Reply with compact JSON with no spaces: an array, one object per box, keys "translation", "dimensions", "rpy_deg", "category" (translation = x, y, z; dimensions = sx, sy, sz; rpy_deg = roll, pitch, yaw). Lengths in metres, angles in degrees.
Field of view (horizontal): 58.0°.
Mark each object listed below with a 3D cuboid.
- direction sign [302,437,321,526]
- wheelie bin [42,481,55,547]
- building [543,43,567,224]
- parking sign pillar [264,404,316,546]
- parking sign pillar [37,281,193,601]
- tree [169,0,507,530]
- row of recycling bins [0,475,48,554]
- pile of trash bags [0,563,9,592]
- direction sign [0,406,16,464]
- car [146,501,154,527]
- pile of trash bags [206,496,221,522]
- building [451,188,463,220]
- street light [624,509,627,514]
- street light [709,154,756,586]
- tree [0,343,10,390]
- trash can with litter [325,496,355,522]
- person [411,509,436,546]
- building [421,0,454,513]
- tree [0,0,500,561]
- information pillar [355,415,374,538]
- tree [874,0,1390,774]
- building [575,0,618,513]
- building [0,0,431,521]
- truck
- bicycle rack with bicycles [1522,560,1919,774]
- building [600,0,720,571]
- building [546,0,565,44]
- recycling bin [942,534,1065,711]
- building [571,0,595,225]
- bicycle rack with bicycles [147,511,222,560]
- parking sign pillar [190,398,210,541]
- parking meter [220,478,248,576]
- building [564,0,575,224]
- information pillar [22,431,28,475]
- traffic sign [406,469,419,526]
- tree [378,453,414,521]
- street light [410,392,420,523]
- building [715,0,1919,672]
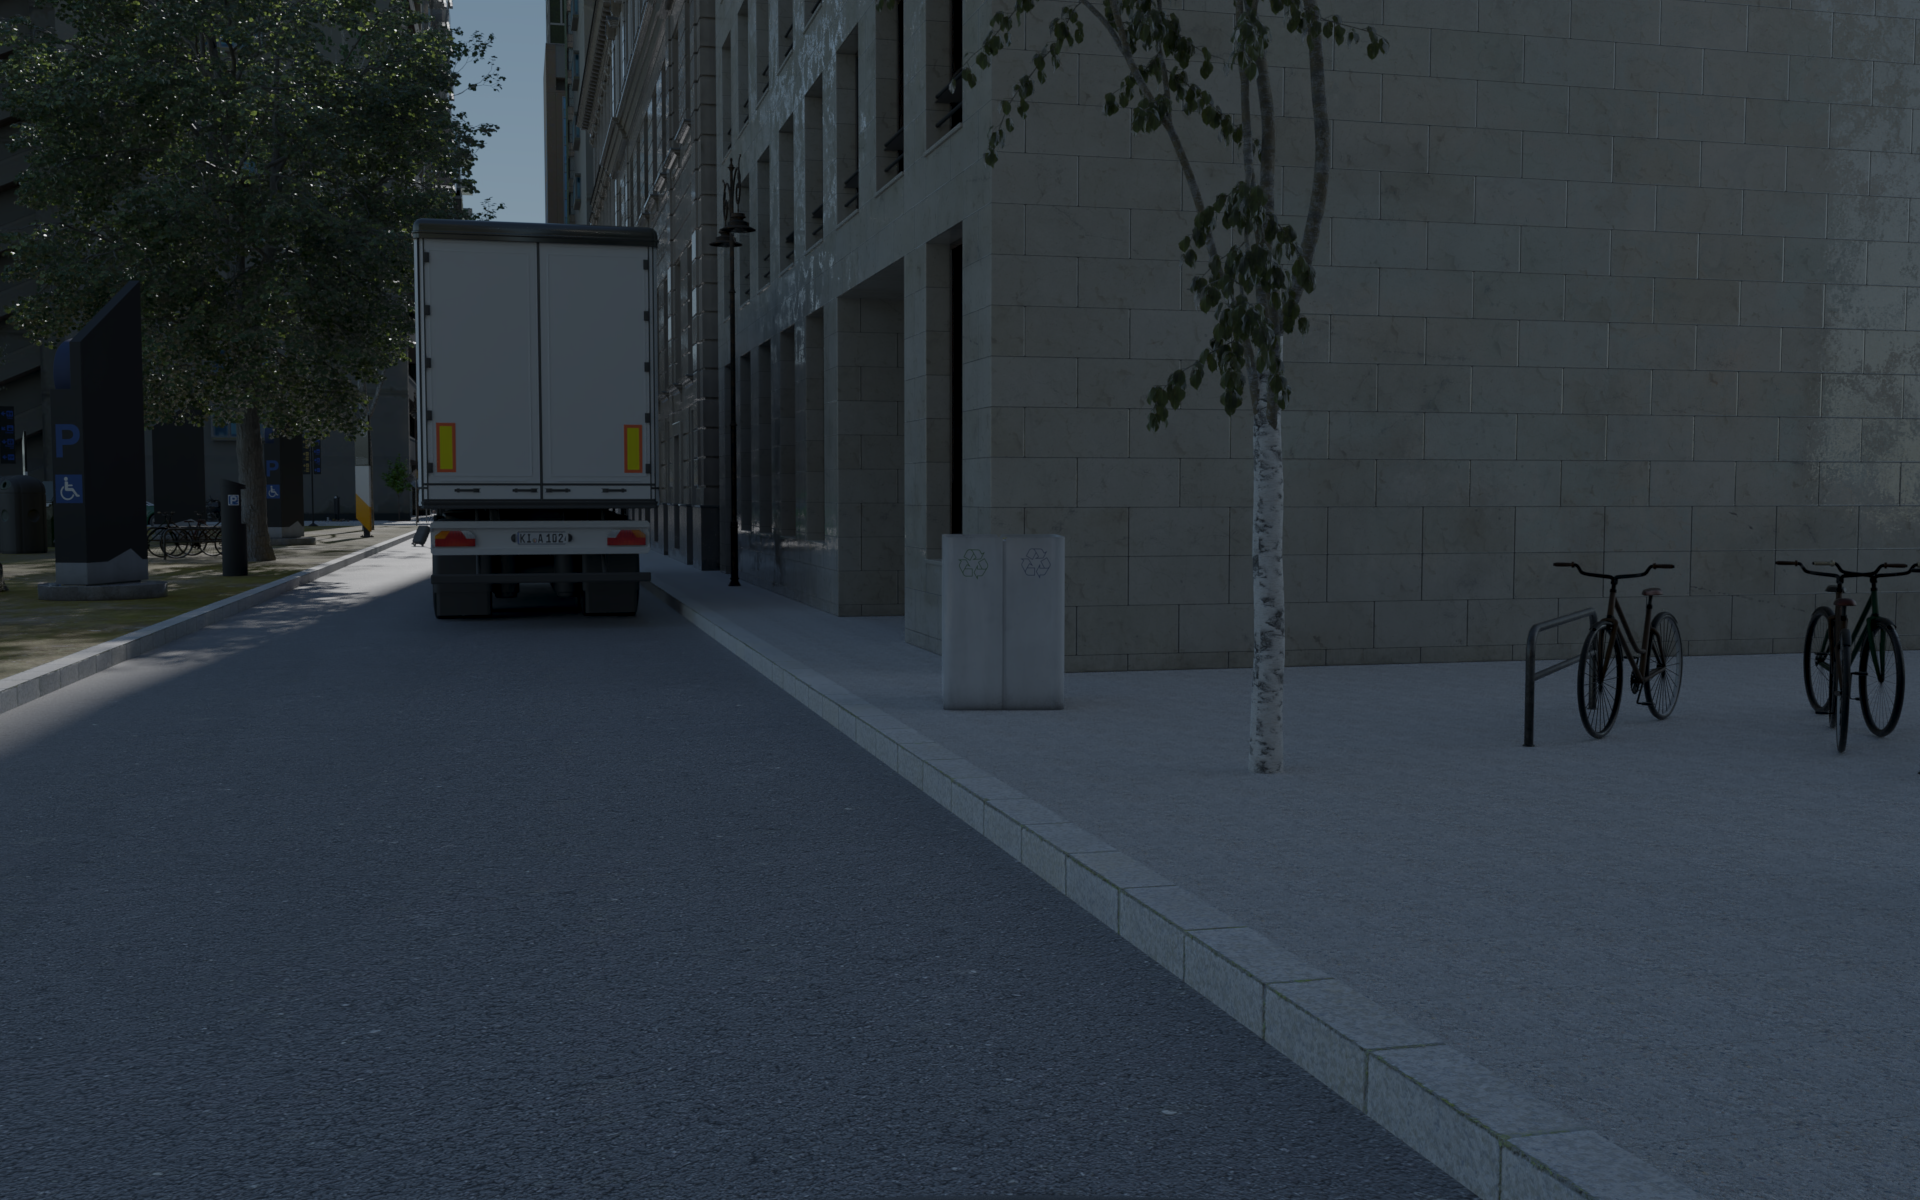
[{"translation":[-25.690,-4.690,68.685],"dimensions":[0.876,3.537,0.379],"rpy_deg":[1,4,21],"category":"direction sign"},{"translation":[-22.013,-2.086,42.022],"dimensions":[0.980,1.594,0.693],"rpy_deg":[1,4,19],"category":"wheelie bin"},{"translation":[-33.739,-31.881,171.371],"dimensions":[14.600,45.320,14.200],"rpy_deg":[-1,4,-14],"category":"building"},{"translation":[-17.015,-3.370,43.580],"dimensions":[1.447,3.967,1.447],"rpy_deg":[0,4,3],"category":"parking sign pillar"},{"translation":[-10.607,-2.010,21.338],"dimensions":[1.447,3.967,1.447],"rpy_deg":[0,4,6],"category":"parking sign pillar"},{"translation":[-21.798,-12.469,59.750],"dimensions":[12.611,20.169,13.585],"rpy_deg":[0,3,0],"category":"tree"},{"translation":[-21.040,-1.918,38.479],"dimensions":[1.069,1.692,3.534],"rpy_deg":[-3,4,-38],"category":"row of recycling bins"},{"translation":[-13.026,-0.701,21.219],"dimensions":[1.912,1.369,3.447],"rpy_deg":[-1,4,-15],"category":"pile of trash bags"},{"translation":[-24.755,-3.212,44.515],"dimensions":[0.876,3.537,0.379],"rpy_deg":[-2,4,-34],"category":"direction sign"},{"translation":[-33.689,-3.548,69.807],"dimensions":[4.920,1.459,2.131],"rpy_deg":[-1,4,-14],"category":"car"},{"translation":[-34.530,-4.316,80.315],"dimensions":[3.447,1.369,1.912],"rpy_deg":[0,4,8],"category":"pile of trash bags"},{"translation":[-51.823,-23.462,155.313],"dimensions":[14.160,30.474,14.107],"rpy_deg":[-1,4,-14],"category":"building"},{"translation":[-9.237,-4.573,47.550],"dimensions":[0.468,5.910,1.993],"rpy_deg":[-1,4,-14],"category":"street light"},{"translation":[-3.143,-3.131,23.978],"dimensions":[0.468,5.910,1.993],"rpy_deg":[-1,4,-14],"category":"street light"},{"translation":[-30.155,-6.128,50.548],"dimensions":[4.360,8.622,3.978],"rpy_deg":[0,3,0],"category":"tree"},{"translation":[-29.063,-4.260,80.708],"dimensions":[1.678,1.210,2.233],"rpy_deg":[-2,4,-32],"category":"trash can with litter"},{"translation":[-14.637,-2.416,48.227],"dimensions":[0.699,1.804,1.509],"rpy_deg":[2,4,35],"category":"person"},{"translation":[-47.557,-30.780,122.861],"dimensions":[23.786,49.044,30.456],"rpy_deg":[-1,4,-14],"category":"building"},{"translation":[-13.524,-7.715,32.801],"dimensions":[9.857,13.997,8.962],"rpy_deg":[0,3,0],"category":"tree"},{"translation":[-17.630,-3.659,51.181],"dimensions":[0.504,3.616,0.183],"rpy_deg":[1,4,17],"category":"information pillar"},{"translation":[1.180,-3.509,7.740],"dimensions":[4.360,8.622,3.978],"rpy_deg":[0,3,0],"category":"tree"},{"translation":[-8.116,-12.114,62.694],"dimensions":[10.561,19.102,19.286],"rpy_deg":[-1,4,-14],"category":"building"},{"translation":[-39.531,-28.512,89.867],"dimensions":[21.300,48.544,21.600],"rpy_deg":[-1,4,-14],"category":"building"},{"translation":[-5.819,-2.105,23.335],"dimensions":[2.839,4.237,11.283],"rpy_deg":[-1,4,-15],"category":"truck"},{"translation":[4.289,0.258,9.169],"dimensions":[2.852,0.926,2.925],"rpy_deg":[2,4,31],"category":"bicycle rack with bicycles"},{"translation":[-1.857,-14.918,41.174],"dimensions":[12.463,27.353,25.104],"rpy_deg":[-1,4,-14],"category":"building"},{"translation":[-46.998,-49.276,243.917],"dimensions":[20.611,71.187,20.563],"rpy_deg":[-1,4,-14],"category":"building"},{"translation":[0.254,0.120,10.596],"dimensions":[0.722,1.027,0.722],"rpy_deg":[0,4,-1],"category":"recycling bin"},{"translation":[-9.782,-28.678,92.590],"dimensions":[21.600,48.544,21.300],"rpy_deg":[-1,4,-14],"category":"building"},{"translation":[-15.513,-1.322,34.997],"dimensions":[2.925,0.926,2.852],"rpy_deg":[-2,4,-34],"category":"bicycle rack with bicycles"},{"translation":[-21.383,-3.605,47.419],"dimensions":[1.447,3.967,1.447],"rpy_deg":[-1,4,-23],"category":"parking sign pillar"},{"translation":[-11.368,-1.145,27.124],"dimensions":[0.372,1.533,0.369],"rpy_deg":[0,3,0],"category":"parking meter"},{"translation":[-22.605,-27.377,131.210],"dimensions":[14.154,41.232,14.086],"rpy_deg":[-1,4,-14],"category":"building"},{"translation":[-34.695,-4.462,64.308],"dimensions":[0.183,3.616,0.504],"rpy_deg":[-2,4,-35],"category":"information pillar"},{"translation":[-21.810,-4.027,69.480],"dimensions":[0.795,2.450,0.064],"rpy_deg":[-1,4,-14],"category":"traffic sign"},{"translation":[-26.263,-5.312,81.450],"dimensions":[1.663,3.219,1.824],"rpy_deg":[0,3,0],"category":"tree"},{"translation":[-24.261,-6.391,77.276],"dimensions":[0.468,5.910,1.993],"rpy_deg":[-1,4,-14],"category":"street light"},{"translation":[3.164,-10.171,21.053],"dimensions":[10.420,20.320,16.860],"rpy_deg":[-1,4,-14],"category":"building"}]
